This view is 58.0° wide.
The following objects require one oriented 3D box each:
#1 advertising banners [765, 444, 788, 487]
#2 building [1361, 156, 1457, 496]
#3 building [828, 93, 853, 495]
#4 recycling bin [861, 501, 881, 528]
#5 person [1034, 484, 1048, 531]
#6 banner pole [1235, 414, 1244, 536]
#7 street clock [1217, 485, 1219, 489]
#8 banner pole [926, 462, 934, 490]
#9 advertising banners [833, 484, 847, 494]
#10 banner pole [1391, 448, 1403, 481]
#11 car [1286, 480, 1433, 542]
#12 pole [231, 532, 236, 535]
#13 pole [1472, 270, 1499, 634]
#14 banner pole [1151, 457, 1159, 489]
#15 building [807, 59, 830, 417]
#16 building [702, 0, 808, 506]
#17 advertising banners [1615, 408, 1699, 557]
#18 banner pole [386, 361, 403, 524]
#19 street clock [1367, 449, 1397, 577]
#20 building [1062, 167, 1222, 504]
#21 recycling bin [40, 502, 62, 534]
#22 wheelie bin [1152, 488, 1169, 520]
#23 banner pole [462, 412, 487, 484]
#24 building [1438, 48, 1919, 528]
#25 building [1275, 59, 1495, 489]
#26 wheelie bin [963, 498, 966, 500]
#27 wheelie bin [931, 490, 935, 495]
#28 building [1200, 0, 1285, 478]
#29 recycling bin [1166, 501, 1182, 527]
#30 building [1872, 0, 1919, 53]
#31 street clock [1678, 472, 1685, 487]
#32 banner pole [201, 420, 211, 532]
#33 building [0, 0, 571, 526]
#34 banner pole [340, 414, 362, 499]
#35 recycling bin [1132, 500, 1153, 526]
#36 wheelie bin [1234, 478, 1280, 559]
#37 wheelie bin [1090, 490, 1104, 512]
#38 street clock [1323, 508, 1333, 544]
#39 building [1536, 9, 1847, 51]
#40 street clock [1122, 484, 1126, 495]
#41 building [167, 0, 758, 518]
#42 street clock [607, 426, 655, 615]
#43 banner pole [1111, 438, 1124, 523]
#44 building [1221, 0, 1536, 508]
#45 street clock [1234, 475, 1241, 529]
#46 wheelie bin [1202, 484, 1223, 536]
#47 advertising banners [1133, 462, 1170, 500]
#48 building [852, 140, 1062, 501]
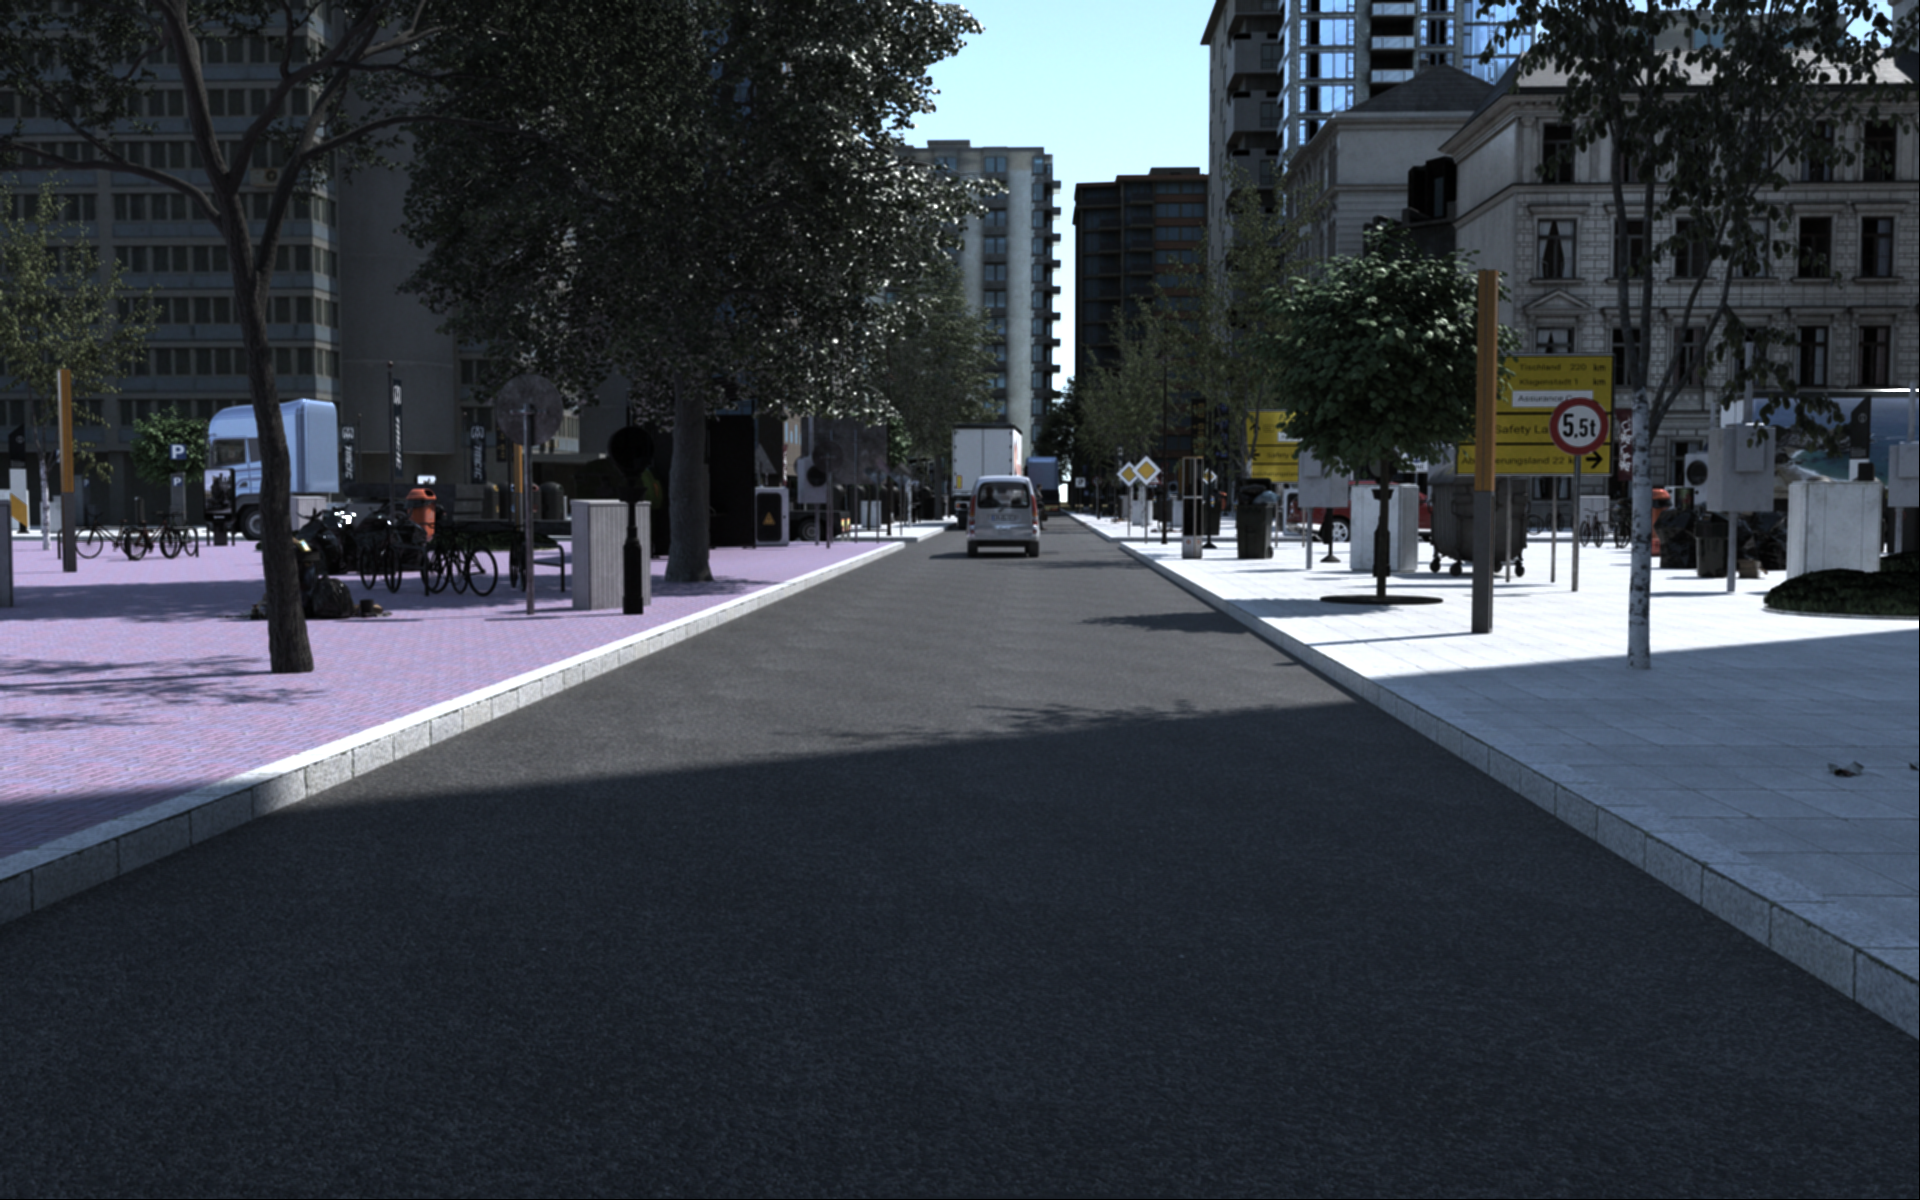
[{"bbox_3d":[-6.337,-3.915,60.194,0.090,3.025,2.074,1,4,15],"label":"advertising banners"},{"bbox_3d":[30.145,-13.839,93.718,16.820,18.784,16.811,0,4,2],"label":"building"},{"bbox_3d":[-22.256,-45.340,179.561,20.611,71.187,20.563,0,4,2],"label":"building"},{"bbox_3d":[-3.398,-3.264,65.923,0.722,1.027,0.722,0,4,-8],"label":"recycling bin"},{"bbox_3d":[3.022,-3.640,67.986,0.822,1.834,0.622,0,4,5],"label":"person"},{"bbox_3d":[8.529,-3.814,52.369,0.401,3.779,0.863,1,4,9],"label":"banner pole"},{"bbox_3d":[18.022,-7.156,121.575,0.358,2.002,0.471,0,4,-2],"label":"street clock"},{"bbox_3d":[-2.154,-8.095,122.367,0.863,3.779,0.401,3,5,39],"label":"banner pole"},{"bbox_3d":[-6.352,-5.971,93.807,0.090,3.025,2.074,2,4,32],"label":"advertising banners"},{"bbox_3d":[9.734,-2.993,38.959,0.401,3.779,0.863,-1,4,-21],"label":"banner pole"},{"bbox_3d":[11.660,-2.380,47.590,5.304,1.827,2.281,0,4,0],"label":"car"},{"bbox_3d":[-22.883,-3.707,54.456,0.158,3.312,0.155,0,3,0],"label":"pole"},{"bbox_3d":[4.828,-1.350,15.917,0.158,3.312,0.155,0,3,0],"label":"pole"},{"bbox_3d":[12.692,-7.487,112.435,0.863,3.779,0.401,-2,4,-32],"label":"banner pole"},{"bbox_3d":[-19.037,-28.504,149.636,14.154,41.232,14.086,0,4,2],"label":"building"},{"bbox_3d":[-19.769,-29.682,135.413,14.600,45.320,14.200,0,4,2],"label":"building"},{"bbox_3d":[14.244,-2.403,35.475,2.074,3.025,0.090,-1,4,-17],"label":"advertising banners"},{"bbox_3d":[-10.745,-2.628,32.982,0.401,3.779,0.863,0,4,2],"label":"banner pole"},{"bbox_3d":[6.544,-1.361,26.829,0.358,2.002,0.471,-2,4,-32],"label":"street clock"},{"bbox_3d":[28.097,-35.480,234.714,28.867,44.769,22.147,0,4,2],"label":"building"},{"bbox_3d":[-29.499,-2.683,56.419,0.722,1.027,0.722,-1,4,-20],"label":"recycling bin"},{"bbox_3d":[9.896,-4.730,85.238,0.693,1.594,0.980,2,4,35],"label":"wheelie bin"},{"bbox_3d":[-14.953,-3.864,53.193,0.863,3.779,0.401,0,4,-5],"label":"banner pole"},{"bbox_3d":[30.204,-12.570,70.141,19.286,19.102,10.561,0,4,2],"label":"building"},{"bbox_3d":[29.175,-20.003,114.442,14.401,28.519,23.554,0,4,2],"label":"building"},{"bbox_3d":[0.468,-7.145,124.736,0.693,1.594,0.980,0,4,5],"label":"wheelie bin"},{"bbox_3d":[-2.035,-6.849,119.890,0.693,1.594,0.980,-1,4,-12],"label":"wheelie bin"},{"bbox_3d":[39.666,-35.772,174.111,28.713,52.752,27.495,0,4,2],"label":"building"},{"bbox_3d":[8.296,-3.327,66.955,0.722,1.027,0.722,0,4,-7],"label":"recycling bin"},{"bbox_3d":[52.109,-17.317,70.518,23.554,28.519,14.401,0,4,2],"label":"building"},{"bbox_3d":[24.108,-3.242,57.583,0.471,2.002,0.358,2,4,27],"label":"street clock"},{"bbox_3d":[-25.488,-4.218,58.988,0.401,3.779,0.863,1,4,22],"label":"banner pole"},{"bbox_3d":[-31.181,-23.659,78.699,32.217,40.220,23.993,0,4,2],"label":"building"},{"bbox_3d":[-18.968,-3.924,54.169,0.401,3.779,0.863,3,5,39],"label":"banner pole"},{"bbox_3d":[7.424,-3.544,70.492,0.722,1.027,0.722,1,4,18],"label":"recycling bin"},{"bbox_3d":[5.873,-1.620,34.393,0.980,1.594,0.693,2,4,25],"label":"wheelie bin"},{"bbox_3d":[9.683,-7.007,122.471,0.980,1.594,0.693,-1,4,-9],"label":"wheelie bin"},{"bbox_3d":[9.443,-2.435,44.380,0.471,2.002,0.358,2,4,31],"label":"street clock"},{"bbox_3d":[71.112,-33.946,174.622,30.456,49.044,23.786,0,4,2],"label":"building"},{"bbox_3d":[10.516,-6.417,109.481,0.471,2.002,0.358,-1,4,-20],"label":"street clock"},{"bbox_3d":[-30.184,-25.841,114.383,32.217,40.220,23.993,0,4,2],"label":"building"},{"bbox_3d":[-3.499,-0.850,18.475,0.471,2.002,0.358,-1,4,-20],"label":"street clock"},{"bbox_3d":[6.983,-5.286,76.437,0.401,3.779,0.863,3,4,38],"label":"banner pole"},{"bbox_3d":[35.018,-50.849,144.056,22.319,86.520,31.000,0,4,2],"label":"building"},{"bbox_3d":[10.336,-3.649,64.233,0.358,2.002,0.471,0,4,3],"label":"street clock"},{"bbox_3d":[7.725,-2.805,53.769,0.693,1.594,0.980,-2,4,-24],"label":"wheelie bin"},{"bbox_3d":[10.417,-6.008,94.413,2.074,3.025,0.090,-1,4,-8],"label":"advertising banners"},{"bbox_3d":[-1.518,-37.747,236.773,30.456,49.044,23.786,0,4,2],"label":"building"}]
